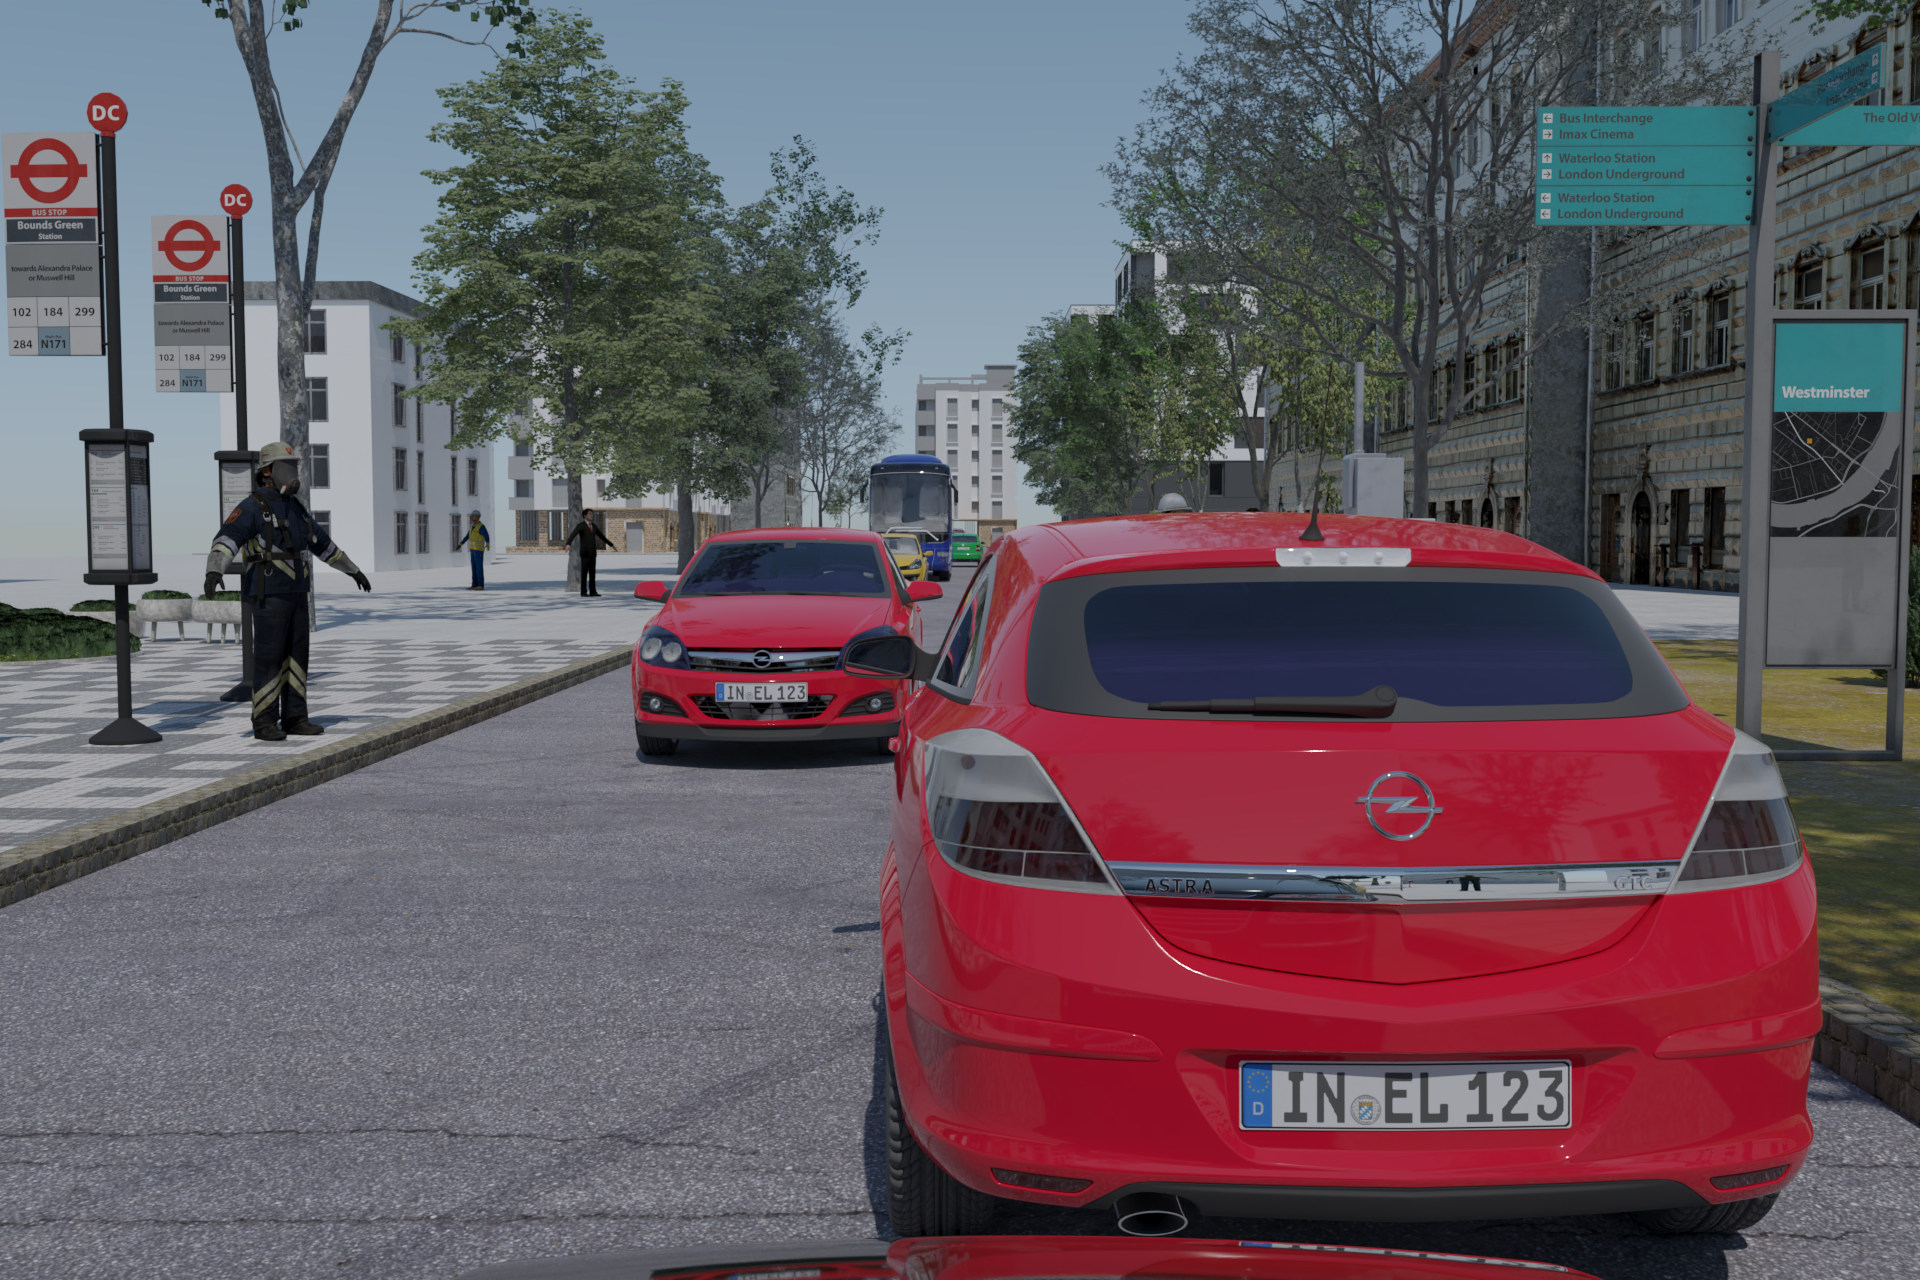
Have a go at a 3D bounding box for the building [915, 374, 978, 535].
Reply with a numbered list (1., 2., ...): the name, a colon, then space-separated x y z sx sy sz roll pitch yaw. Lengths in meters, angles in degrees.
1. building: -4.692 -20.687 197.112 11.380 20.090 16.016 0 4 -5

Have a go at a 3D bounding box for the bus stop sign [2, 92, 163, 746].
1. bus stop sign: -5.372 -1.338 10.583 0.855 3.939 0.416 0 4 1

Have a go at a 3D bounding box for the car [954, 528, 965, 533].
1. car: -0.498 -5.995 106.692 2.281 1.827 5.304 0 4 -1

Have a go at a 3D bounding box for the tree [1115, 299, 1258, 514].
1. tree: 7.157 -6.255 52.629 4.737 8.622 4.395 0 3 0

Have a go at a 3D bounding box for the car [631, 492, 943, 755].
1. car: -1.197 -0.216 12.569 2.155 1.783 4.494 0 3 0

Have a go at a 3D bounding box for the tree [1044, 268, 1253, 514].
1. tree: 6.647 -7.791 61.791 8.767 10.594 7.601 2 4 25

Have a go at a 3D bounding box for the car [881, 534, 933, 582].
1. car: -1.670 -2.014 43.150 2.015 1.641 3.980 0 4 0

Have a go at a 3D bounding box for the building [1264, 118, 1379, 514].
1. building: 24.204 -14.957 75.482 19.493 23.208 18.063 0 3 0

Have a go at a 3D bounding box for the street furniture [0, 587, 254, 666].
1. street furniture: -12.845 -0.287 20.322 10.072 0.657 5.734 2 4 28

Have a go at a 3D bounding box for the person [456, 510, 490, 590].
1. person: -11.108 -2.064 39.719 1.349 1.833 0.705 3 5 44

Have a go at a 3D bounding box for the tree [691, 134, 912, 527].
1. tree: -8.733 -14.009 84.936 12.611 20.169 13.585 0 3 0

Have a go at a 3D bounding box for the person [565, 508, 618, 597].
1. person: -7.571 -1.785 35.374 0.705 1.806 1.347 3 4 37

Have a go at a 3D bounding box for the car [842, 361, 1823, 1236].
1. car: 0.710 0.245 5.032 2.155 1.783 4.494 0 4 -1

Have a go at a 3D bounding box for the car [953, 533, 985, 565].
1. car: 0.146 -4.127 76.273 1.959 1.807 4.718 0 4 0

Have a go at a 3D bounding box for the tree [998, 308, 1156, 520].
1. tree: 6.931 -11.665 97.386 9.857 13.997 8.962 0 3 0

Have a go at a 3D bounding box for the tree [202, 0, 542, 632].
1. tree: -7.334 -10.120 21.345 12.611 20.169 13.585 0 3 0

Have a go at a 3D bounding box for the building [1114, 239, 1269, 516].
1. building: 25.890 -17.894 136.535 27.936 21.610 32.646 0 4 0

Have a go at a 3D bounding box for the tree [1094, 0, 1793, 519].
1. tree: 7.136 -7.085 26.204 12.009 13.543 11.850 0 3 0

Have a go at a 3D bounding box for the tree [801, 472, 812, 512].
1. tree: -18.122 -14.943 194.680 4.360 8.622 3.978 0 3 0

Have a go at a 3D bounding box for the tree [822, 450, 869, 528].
1. tree: -12.038 -15.725 191.521 7.601 10.594 8.767 0 4 -8

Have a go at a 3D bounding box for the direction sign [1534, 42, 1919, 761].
1. direction sign: 4.468 -1.248 9.168 2.525 3.948 1.411 0 4 1

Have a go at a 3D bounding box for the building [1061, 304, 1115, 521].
1. building: 23.774 -19.977 170.597 27.936 21.610 32.646 0 3 0

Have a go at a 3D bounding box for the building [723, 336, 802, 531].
1. building: -25.576 -20.705 169.458 19.493 23.208 18.063 0 4 -1

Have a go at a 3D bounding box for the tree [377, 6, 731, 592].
1. tree: -8.852 -7.356 38.394 7.486 12.596 7.792 0 3 0

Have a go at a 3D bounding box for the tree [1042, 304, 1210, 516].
1. tree: 7.488 -9.302 77.840 9.928 11.665 9.643 0 3 0

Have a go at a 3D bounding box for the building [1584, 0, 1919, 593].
1. building: 26.064 -12.606 37.038 19.493 23.208 18.063 0 4 1

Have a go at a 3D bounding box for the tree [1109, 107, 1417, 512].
1. tree: 7.499 -7.166 42.924 9.928 11.665 9.643 0 3 0

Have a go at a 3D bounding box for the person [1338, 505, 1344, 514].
1. person: 7.379 -1.685 33.404 0.705 1.847 1.347 0 4 8

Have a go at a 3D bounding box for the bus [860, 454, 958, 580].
1. bus: -1.488 -3.991 56.807 2.896 3.916 12.251 0 3 0

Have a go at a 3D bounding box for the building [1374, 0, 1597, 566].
1. building: 24.738 -13.728 55.378 19.493 23.208 18.063 0 4 1

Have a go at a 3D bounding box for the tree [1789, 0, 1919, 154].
1. tree: 11.175 -5.453 14.916 9.928 11.665 9.643 0 3 0

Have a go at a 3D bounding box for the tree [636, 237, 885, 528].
1. tree: -8.135 -9.756 69.885 12.009 13.543 11.850 0 3 0

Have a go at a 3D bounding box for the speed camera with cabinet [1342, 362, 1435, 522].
1. speed camera with cabinet: 4.788 -1.529 19.333 0.660 3.252 2.038 0 4 0

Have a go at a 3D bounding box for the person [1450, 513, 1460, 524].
1. person: 10.702 -1.866 37.228 0.721 1.740 1.216 -2 4 -34

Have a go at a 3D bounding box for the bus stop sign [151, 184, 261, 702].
1. bus stop sign: -5.733 -1.505 13.304 0.855 3.939 0.416 0 4 -1

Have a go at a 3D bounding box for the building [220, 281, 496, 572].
1. building: -23.847 -7.921 71.661 9.099 9.664 28.070 0 4 1

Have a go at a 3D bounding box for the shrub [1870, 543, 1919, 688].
1. shrub: 8.032 -0.207 14.499 1.383 1.207 1.383 0 3 0

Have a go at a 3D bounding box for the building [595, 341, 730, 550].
1. building: -25.671 -17.524 142.936 16.016 20.090 11.380 0 4 0

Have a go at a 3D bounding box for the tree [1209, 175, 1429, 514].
1. tree: 7.231 -5.202 35.416 4.737 8.622 4.395 0 3 0

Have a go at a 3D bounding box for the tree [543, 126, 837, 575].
1. tree: -8.656 -9.042 54.495 9.857 13.997 8.962 0 3 0

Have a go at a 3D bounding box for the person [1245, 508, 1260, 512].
1. person: 6.024 -1.817 35.850 1.345 1.843 0.704 -3 5 -42

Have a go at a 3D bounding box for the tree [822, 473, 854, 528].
1. tree: -14.030 -15.218 199.183 4.737 8.622 4.395 0 3 0

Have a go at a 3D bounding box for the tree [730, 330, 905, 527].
1. tree: -8.021 -11.609 100.173 12.009 13.543 11.850 0 3 0

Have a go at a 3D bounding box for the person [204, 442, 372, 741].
1. person: -4.255 -0.312 10.885 0.705 1.856 1.354 1 4 23

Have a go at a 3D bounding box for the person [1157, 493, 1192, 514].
1. person: 1.873 -0.344 14.547 0.721 1.772 1.216 -1 4 -15

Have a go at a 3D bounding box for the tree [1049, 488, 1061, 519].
1. tree: 12.496 -14.988 195.421 4.360 8.622 3.978 0 3 0

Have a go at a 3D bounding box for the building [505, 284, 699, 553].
1. building: -25.216 -16.125 120.069 16.016 20.090 11.380 0 4 1
